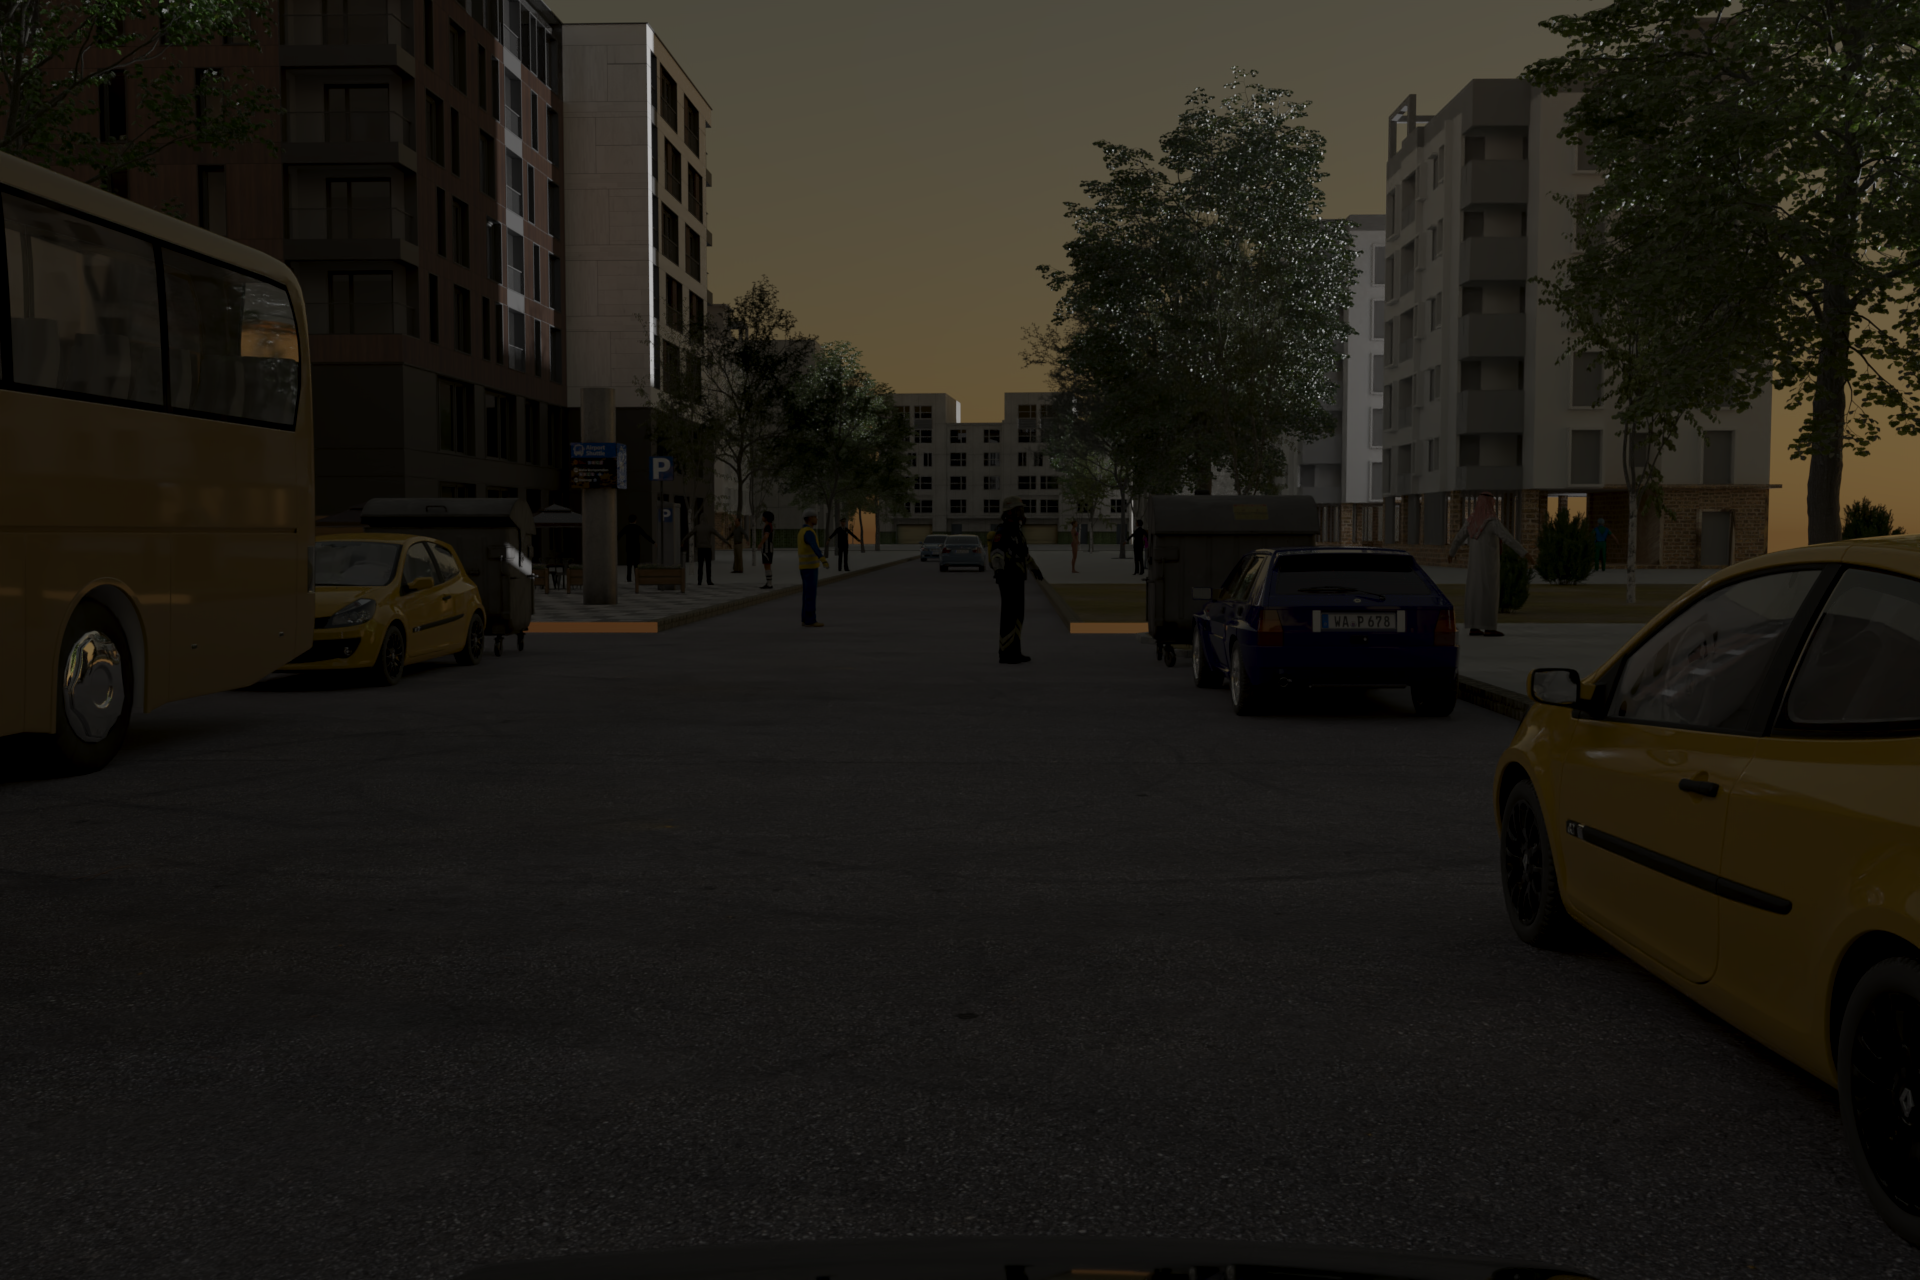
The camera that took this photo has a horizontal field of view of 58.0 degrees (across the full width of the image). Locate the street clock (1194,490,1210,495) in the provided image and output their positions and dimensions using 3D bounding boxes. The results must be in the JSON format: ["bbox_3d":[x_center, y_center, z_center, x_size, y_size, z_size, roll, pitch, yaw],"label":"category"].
[{"bbox_3d":[3.952,-1.453,28.331,0.358,2.002,0.471,0,4,2],"label":"street clock"}]

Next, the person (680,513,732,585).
[{"bbox_3d":[-6.396,-2.280,43.404,1.348,1.813,0.705,0,4,5],"label":"person"}]

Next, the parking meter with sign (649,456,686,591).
[{"bbox_3d":[-6.656,-2.657,39.700,0.543,3.016,1.738,0,4,2],"label":"parking meter with sign"}]

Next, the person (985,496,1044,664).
[{"bbox_3d":[0.605,-0.673,19.245,0.705,1.856,1.354,1,4,22],"label":"person"}]

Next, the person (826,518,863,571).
[{"bbox_3d":[-4.012,-3.286,59.658,1.347,1.837,0.705,-2,4,-26],"label":"person"}]

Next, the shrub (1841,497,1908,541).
[{"bbox_3d":[18.573,-1.928,35.559,1.661,2.075,1.752,0,3,0],"label":"shrub"}]

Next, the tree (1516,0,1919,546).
[{"bbox_3d":[9.784,-6.162,18.874,7.486,12.596,7.792,0,3,0],"label":"tree"}]

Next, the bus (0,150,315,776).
[{"bbox_3d":[-6.401,-0.974,7.475,2.896,3.916,12.252,0,4,1],"label":"bus"}]

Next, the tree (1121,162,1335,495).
[{"bbox_3d":[5.784,-5.140,34.396,4.360,8.622,3.978,0,3,0],"label":"tree"}]

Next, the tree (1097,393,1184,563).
[{"bbox_3d":[7.858,-7.777,77.515,4.360,8.622,3.978,0,3,0],"label":"tree"}]

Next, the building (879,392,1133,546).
[{"bbox_3d":[6.398,-21.644,222.788,31.486,18.905,16.747,0,4,6],"label":"building"}]

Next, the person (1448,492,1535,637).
[{"bbox_3d":[6.617,-0.957,21.788,0.704,1.811,1.347,-2,4,-32],"label":"person"}]

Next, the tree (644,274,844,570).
[{"bbox_3d":[-7.640,-7.778,61.579,7.601,10.594,8.767,-1,4,-13],"label":"tree"}]

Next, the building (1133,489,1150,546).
[{"bbox_3d":[28.579,-19.863,191.221,16.747,18.905,31.486,0,4,2],"label":"building"}]

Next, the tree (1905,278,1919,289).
[{"bbox_3d":[20.092,-6.778,28.941,7.486,12.596,7.792,0,3,0],"label":"tree"}]

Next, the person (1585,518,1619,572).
[{"bbox_3d":[21.865,-3.245,59.180,1.347,1.817,0.704,0,4,-1],"label":"person"}]

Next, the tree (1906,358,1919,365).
[{"bbox_3d":[28.345,-8.286,42.127,9.857,13.997,8.962,0,3,0],"label":"tree"}]

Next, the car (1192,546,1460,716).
[{"bbox_3d":[3.039,-0.147,14.983,1.945,1.354,3.894,0,4,1],"label":"car"}]

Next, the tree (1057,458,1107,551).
[{"bbox_3d":[9.057,-11.039,130.856,4.737,8.622,4.395,0,3,0],"label":"tree"}]

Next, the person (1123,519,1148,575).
[{"bbox_3d":[5.532,-2.898,54.102,1.216,1.740,0.721,-3,5,-42],"label":"person"}]

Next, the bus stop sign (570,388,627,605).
[{"bbox_3d":[-6.556,-2.597,31.470,0.837,3.901,0.837,0,4,1],"label":"bus stop sign"}]

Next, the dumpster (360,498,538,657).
[{"bbox_3d":[-6.100,-0.764,20.707,1.865,1.857,1.264,0,4,1],"label":"dumpster"}]

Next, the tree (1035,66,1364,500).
[{"bbox_3d":[6.885,-8.716,49.157,9.857,13.997,8.962,0,3,0],"label":"tree"}]

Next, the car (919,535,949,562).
[{"bbox_3d":[-1.157,-4.857,91.408,2.014,1.417,4.499,0,4,1],"label":"car"}]

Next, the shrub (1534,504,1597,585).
[{"bbox_3d":[15.172,-2.385,43.415,1.690,2.028,1.600,0,3,0],"label":"shrub"}]

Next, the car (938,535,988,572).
[{"bbox_3d":[0.121,-3.363,66.993,2.014,1.417,4.499,0,4,2],"label":"car"}]

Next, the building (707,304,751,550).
[{"bbox_3d":[-24.155,-17.567,143.643,16.016,20.090,11.380,0,4,1],"label":"building"}]

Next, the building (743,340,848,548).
[{"bbox_3d":[-21.056,-18.787,173.622,16.747,18.905,31.486,0,4,2],"label":"building"}]

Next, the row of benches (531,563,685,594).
[{"bbox_3d":[-8.015,-1.336,37.314,4.104,0.672,1.422,-1,4,-11],"label":"row of benches"}]

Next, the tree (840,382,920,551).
[{"bbox_3d":[-6.570,-12.933,129.589,7.486,12.596,7.792,0,3,0],"label":"tree"}]

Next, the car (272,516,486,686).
[{"bbox_3d":[-6.147,-0.449,17.558,2.015,1.641,3.980,0,4,1],"label":"car"}]

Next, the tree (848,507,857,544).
[{"bbox_3d":[-13.834,-16.459,219.461,4.737,8.622,4.395,0,3,0],"label":"tree"}]

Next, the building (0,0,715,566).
[{"bbox_3d":[-26.466,-13.701,67.986,27.936,21.610,32.646,0,4,2],"label":"building"}]

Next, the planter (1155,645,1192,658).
[{"bbox_3d":[3.368,0.021,20.796,1.991,0.319,1.994,0,4,2],"label":"planter"}]

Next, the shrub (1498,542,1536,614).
[{"bbox_3d":[8.802,-1.036,28.062,1.383,1.207,1.383,0,3,0],"label":"shrub"}]

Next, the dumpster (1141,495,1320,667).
[{"bbox_3d":[2.964,-0.664,19.080,1.865,1.857,1.264,0,4,1],"label":"dumpster"}]

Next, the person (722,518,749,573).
[{"bbox_3d":[-7.302,-3.091,56.808,1.348,1.796,0.705,3,5,44],"label":"person"}]

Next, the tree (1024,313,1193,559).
[{"bbox_3d":[8.542,-10.961,89.584,12.009,13.543,11.850,0,3,0],"label":"tree"}]

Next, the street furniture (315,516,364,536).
[{"bbox_3d":[-15.376,-2.226,43.244,11.010,1.723,9.812,-2,4,-26],"label":"street furniture"}]

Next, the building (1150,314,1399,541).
[{"bbox_3d":[26.189,-19.288,146.291,19.493,23.208,18.063,0,4,2],"label":"building"}]

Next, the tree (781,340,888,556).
[{"bbox_3d":[-7.543,-11.234,101.808,7.486,12.596,7.792,0,3,0],"label":"tree"}]

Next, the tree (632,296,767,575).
[{"bbox_3d":[-8.467,-6.342,54.052,4.360,8.622,3.978,0,3,0],"label":"tree"}]

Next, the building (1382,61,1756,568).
[{"bbox_3d":[23.935,-13.422,75.873,16.016,20.090,11.380,0,4,1],"label":"building"}]

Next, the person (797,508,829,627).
[{"bbox_3d":[-2.299,-1.126,26.830,0.705,1.833,1.349,-1,4,-19],"label":"person"}]

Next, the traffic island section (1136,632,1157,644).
[{"bbox_3d":[3.373,-0.017,23.151,1.991,0.108,1.994,0,4,1],"label":"traffic island section"}]

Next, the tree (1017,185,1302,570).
[{"bbox_3d":[7.200,-9.286,62.189,12.009,13.543,11.850,0,3,0],"label":"tree"}]

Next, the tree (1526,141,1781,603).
[{"bbox_3d":[12.721,-4.988,31.916,4.737,8.622,4.395,0,3,0],"label":"tree"}]

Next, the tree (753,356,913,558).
[{"bbox_3d":[-6.962,-9.583,91.092,8.767,10.594,7.601,-2,4,-27],"label":"tree"}]

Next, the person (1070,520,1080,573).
[{"bbox_3d":[3.868,-3.089,57.310,0.721,1.733,1.217,0,4,7],"label":"person"}]

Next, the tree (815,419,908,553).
[{"bbox_3d":[-6.934,-11.222,117.898,7.601,10.594,8.767,1,4,13],"label":"tree"}]

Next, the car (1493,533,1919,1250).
[{"bbox_3d":[2.770,0.329,4.846,2.015,1.641,3.980,0,4,1],"label":"car"}]

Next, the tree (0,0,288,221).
[{"bbox_3d":[-11.595,-5.772,20.130,9.928,11.665,9.643,0,3,0],"label":"tree"}]

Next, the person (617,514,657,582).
[{"bbox_3d":[-8.735,-2.457,46.356,1.347,1.806,0.705,1,4,14],"label":"person"}]

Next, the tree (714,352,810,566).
[{"bbox_3d":[-8.474,-7.262,69.096,4.360,8.622,3.978,0,3,0],"label":"tree"}]

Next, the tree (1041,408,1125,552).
[{"bbox_3d":[9.418,-11.998,121.928,9.928,11.665,9.643,0,3,0],"label":"tree"}]

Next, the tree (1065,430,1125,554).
[{"bbox_3d":[8.407,-9.754,109.834,4.737,8.622,4.395,0,3,0],"label":"tree"}]

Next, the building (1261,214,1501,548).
[{"bbox_3d":[23.452,-15.157,104.236,16.016,20.090,11.380,0,4,1],"label":"building"}]

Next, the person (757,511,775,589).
[{"bbox_3d":[-4.529,-2.102,40.514,0.704,1.843,1.345,0,4,2],"label":"person"}]

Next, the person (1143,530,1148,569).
[{"bbox_3d":[6.851,-3.275,62.812,0.599,1.433,0.991,-2,4,-31],"label":"person"}]
